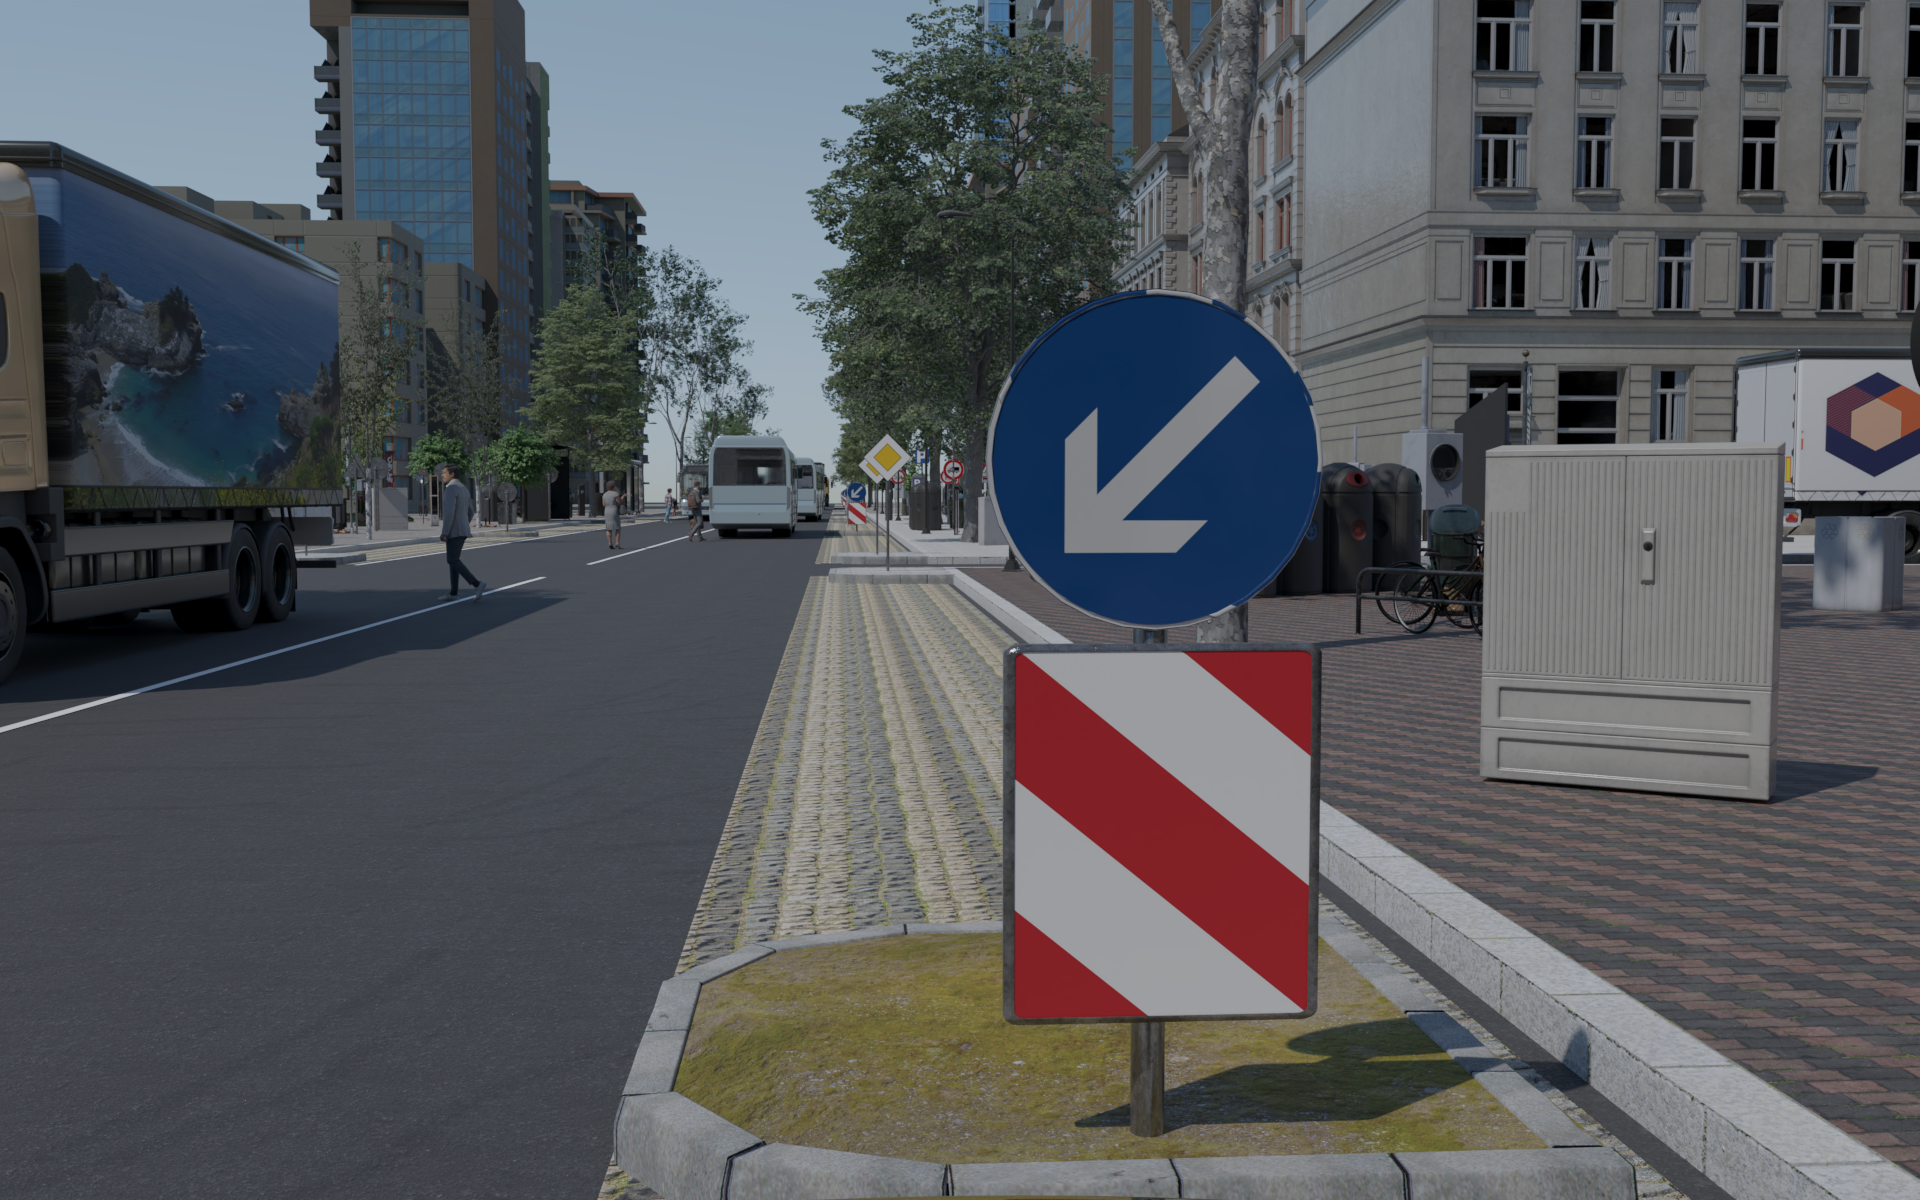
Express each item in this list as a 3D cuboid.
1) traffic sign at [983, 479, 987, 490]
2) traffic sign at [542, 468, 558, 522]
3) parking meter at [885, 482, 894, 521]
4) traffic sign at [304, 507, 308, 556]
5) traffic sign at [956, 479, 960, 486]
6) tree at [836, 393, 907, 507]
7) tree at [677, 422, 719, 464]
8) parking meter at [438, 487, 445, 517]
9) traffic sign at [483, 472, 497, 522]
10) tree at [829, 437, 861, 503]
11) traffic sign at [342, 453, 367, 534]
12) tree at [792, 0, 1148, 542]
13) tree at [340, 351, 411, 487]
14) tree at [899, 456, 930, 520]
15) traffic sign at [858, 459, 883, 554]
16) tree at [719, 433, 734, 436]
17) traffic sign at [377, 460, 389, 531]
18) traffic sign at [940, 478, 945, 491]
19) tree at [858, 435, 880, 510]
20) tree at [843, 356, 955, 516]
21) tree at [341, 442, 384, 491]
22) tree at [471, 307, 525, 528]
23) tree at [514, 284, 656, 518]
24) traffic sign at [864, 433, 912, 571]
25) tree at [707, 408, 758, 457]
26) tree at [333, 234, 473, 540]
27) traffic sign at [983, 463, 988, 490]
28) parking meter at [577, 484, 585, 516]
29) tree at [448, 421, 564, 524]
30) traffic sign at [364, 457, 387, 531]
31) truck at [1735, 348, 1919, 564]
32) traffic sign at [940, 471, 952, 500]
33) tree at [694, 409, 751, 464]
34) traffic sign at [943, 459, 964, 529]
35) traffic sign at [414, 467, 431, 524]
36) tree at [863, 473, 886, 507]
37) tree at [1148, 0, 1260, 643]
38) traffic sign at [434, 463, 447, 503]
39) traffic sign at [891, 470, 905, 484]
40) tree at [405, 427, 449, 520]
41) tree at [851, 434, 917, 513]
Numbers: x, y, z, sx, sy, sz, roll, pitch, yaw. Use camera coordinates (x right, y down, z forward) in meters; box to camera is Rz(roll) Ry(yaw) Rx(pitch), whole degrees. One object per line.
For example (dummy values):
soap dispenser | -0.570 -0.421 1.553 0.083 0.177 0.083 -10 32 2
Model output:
traffic sign | 1.259 -4.938 80.846 0.768 2.556 0.104 0 3 0
traffic sign | -18.593 -4.789 78.413 0.768 2.556 0.104 0 4 0
parking meter | -3.420 -4.778 83.828 0.399 1.863 0.255 0 4 1
traffic sign | -13.576 -1.974 35.919 0.795 2.450 0.064 0 4 -4
traffic sign | -0.399 -6.836 111.866 0.768 2.556 0.104 0 4 -3
tree | -8.529 -15.446 170.664 7.486 12.596 7.792 0 3 0
tree | -25.677 -13.530 171.575 4.737 8.622 4.395 0 3 0
parking meter | -28.320 -5.435 94.576 0.399 1.863 0.255 -3 4 -38
traffic sign | -21.566 -4.731 79.482 0.606 2.300 0.079 0 4 -1
tree | -14.782 -20.597 253.769 9.611 12.733 9.660 0 3 0
traffic sign | -19.181 -3.364 55.010 0.884 2.594 0.081 0 4 -1
tree | 0.461 -8.513 45.837 9.857 13.997 8.962 0 3 0
tree | -30.031 -8.423 88.080 4.737 8.622 4.395 0 3 0
tree | -2.360 -5.667 87.255 1.663 3.219 1.824 0 3 0
traffic sign | -1.759 -2.023 36.723 0.795 2.450 0.064 0 4 -4
tree | -27.767 -15.593 205.302 4.360 8.622 3.978 0 3 0
traffic sign | -20.452 -3.715 60.843 0.768 2.556 0.104 0 4 -1
traffic sign | -1.069 -5.862 97.967 0.606 2.300 0.079 0 4 -1
tree | -6.544 -11.696 141.592 4.737 8.622 4.395 0 3 0
tree | -3.432 -10.765 101.756 9.928 11.665 9.643 0 3 0
tree | -35.612 -7.258 102.375 4.285 4.588 4.351 0 3 0
tree | -18.078 -6.973 64.365 4.360 8.622 3.978 0 3 0
tree | -20.363 -10.772 94.256 7.486 12.596 7.792 0 3 0
traffic sign | -1.202 -1.536 28.757 0.795 2.450 0.064 0 4 -4
tree | -29.585 -18.988 228.574 7.486 12.596 7.792 0 3 0
tree | -16.883 -6.011 48.644 4.360 8.622 3.978 0 3 0
traffic sign | 1.029 -3.869 63.268 0.884 2.594 0.081 0 4 -2
parking meter | -22.136 -5.841 101.214 0.399 1.863 0.255 -2 4 -34
tree | -19.026 -5.624 75.662 4.285 4.588 4.351 0 3 0
traffic sign | -20.048 -3.628 59.426 0.768 2.556 0.104 0 4 -2
truck | 21.549 -2.798 34.660 11.283 4.237 2.839 0 4 -3
traffic sign | -0.606 -5.308 86.896 0.768 2.556 0.104 0 4 -3
tree | -29.044 -17.472 211.428 9.928 11.665 9.643 0 3 0
traffic sign | -0.233 -3.866 63.314 0.768 2.556 0.104 0 4 3
traffic sign | -23.146 -4.494 74.660 0.795 2.450 0.064 0 4 3
tree | -8.310 -11.852 177.486 4.285 4.588 4.351 0 3 0
tree | 3.289 -9.675 14.082 12.611 20.169 13.585 0 3 0
traffic sign | -20.948 -4.289 70.223 0.768 2.556 0.104 0 4 -1
traffic sign | -3.178 -5.450 89.206 0.768 2.556 0.104 0 4 3
tree | -25.428 -6.187 84.875 4.285 4.588 4.351 0 3 0
tree | -4.491 -10.040 114.517 4.360 8.622 3.978 0 3 0
